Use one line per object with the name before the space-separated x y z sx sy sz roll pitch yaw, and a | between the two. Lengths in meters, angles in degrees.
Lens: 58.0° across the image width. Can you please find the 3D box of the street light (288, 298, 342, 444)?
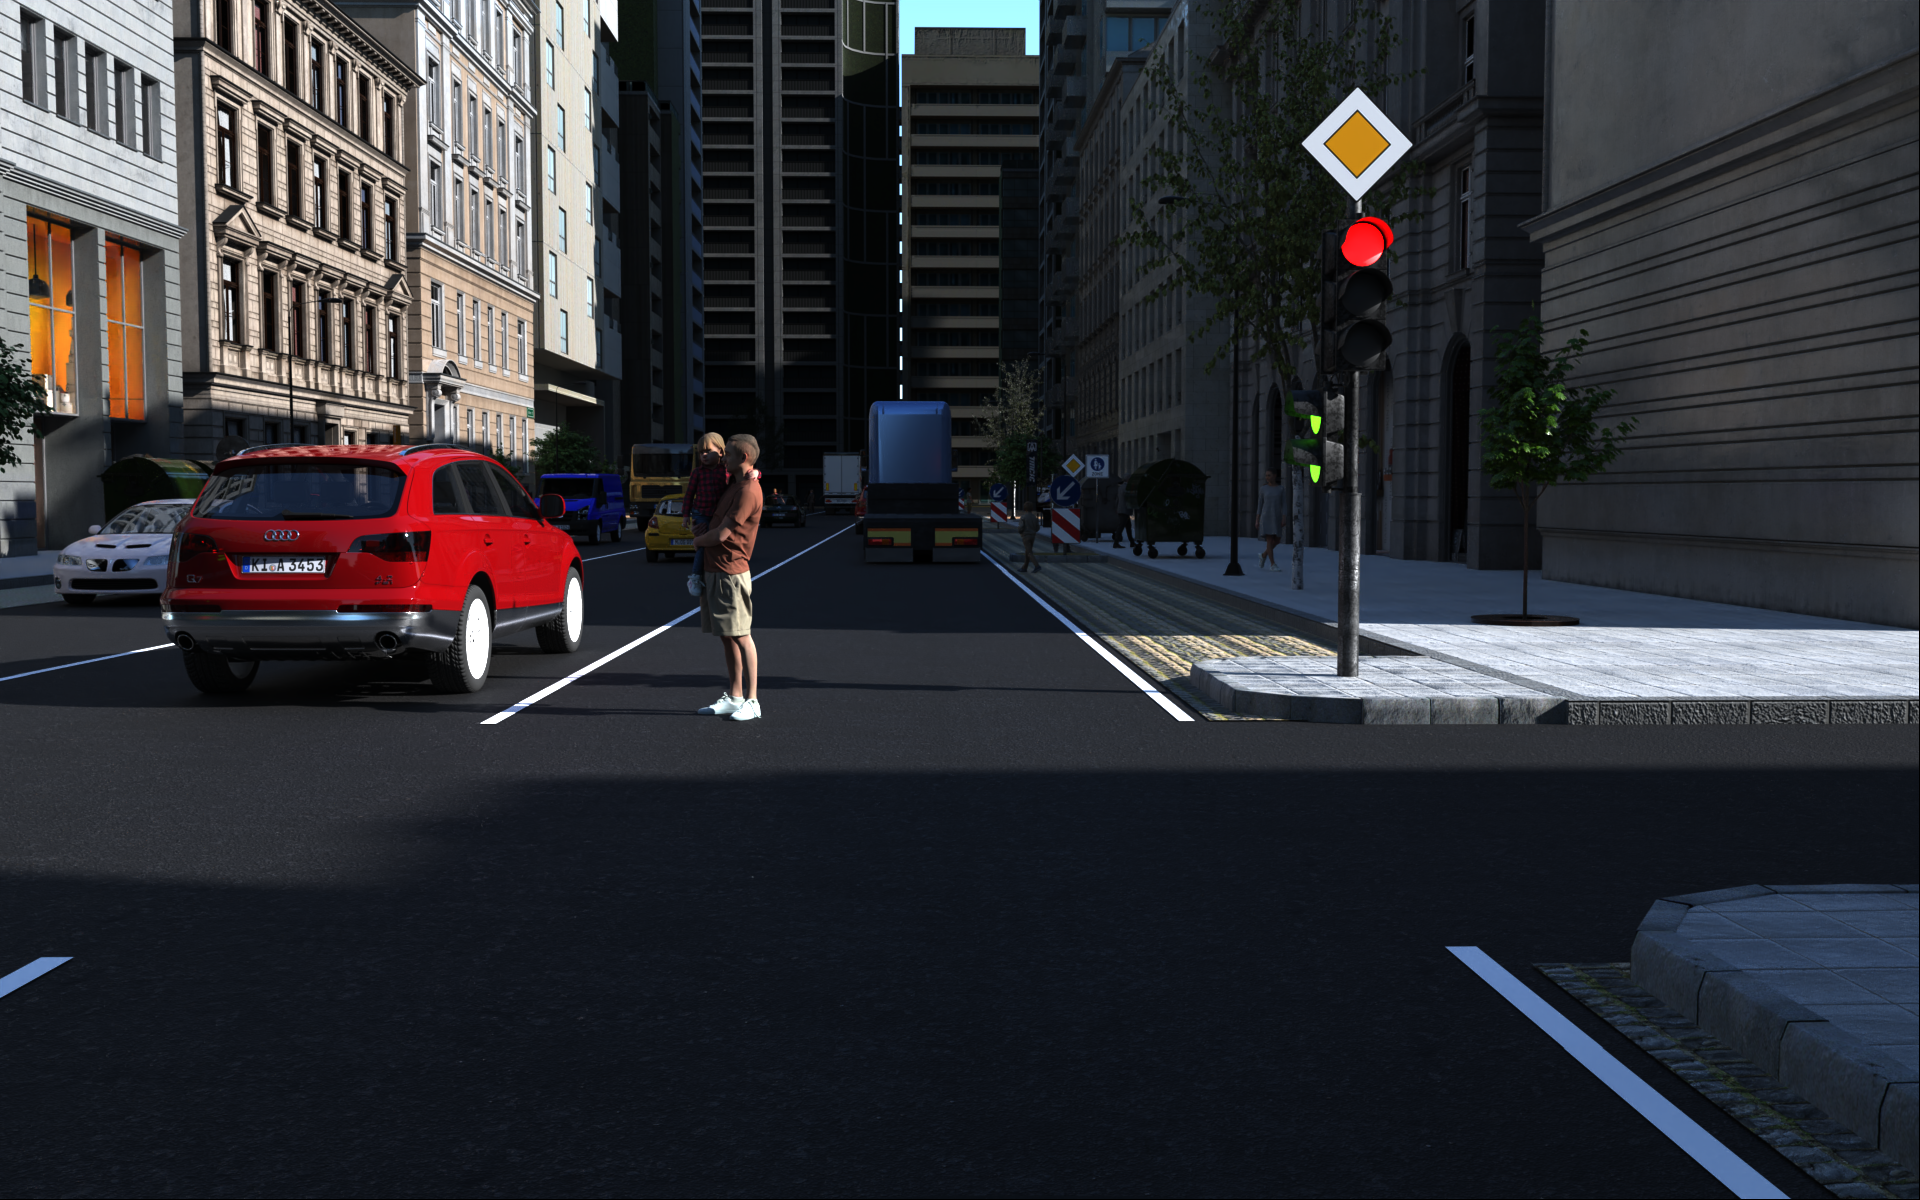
street light | -15.319 -4.194 41.112 1.470 5.913 1.316 0 4 -2

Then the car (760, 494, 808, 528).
car | -7.641 -3.982 74.885 2.009 1.686 4.222 0 4 0

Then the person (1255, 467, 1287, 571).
person | 5.178 -1.358 28.991 0.466 1.731 0.760 -2 4 -24

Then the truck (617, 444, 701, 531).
truck | -11.138 -4.454 68.744 3.469 3.379 9.791 0 3 0

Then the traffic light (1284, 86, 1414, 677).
traffic light | 2.717 -1.418 12.104 0.839 4.253 0.868 0 4 -2

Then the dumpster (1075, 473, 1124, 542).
dumpster | 3.834 -2.534 47.193 1.264 1.857 1.865 0 4 -2

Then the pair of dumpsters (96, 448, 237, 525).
pair of dumpsters | -15.723 -1.985 34.949 1.574 2.255 4.437 0 4 -1

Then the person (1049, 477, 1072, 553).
person | 2.455 -2.024 41.392 0.655 1.846 0.447 -2 4 -23

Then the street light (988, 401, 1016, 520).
street light | 2.101 -6.964 86.409 1.470 5.913 1.316 0 4 -2

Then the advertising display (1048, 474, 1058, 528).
advertising display | 3.001 -3.060 55.251 0.123 1.923 0.974 0 4 -2

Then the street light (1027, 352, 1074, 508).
street light | 2.898 -5.153 56.785 1.470 5.913 1.316 0 4 -2

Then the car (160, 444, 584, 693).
car | -4.482 -0.326 14.011 2.281 1.827 5.304 0 3 0

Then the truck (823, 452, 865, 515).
truck | -8.159 -8.106 121.446 2.839 4.237 11.283 0 4 -2

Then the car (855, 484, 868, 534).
car | -2.725 -3.337 63.229 2.281 1.827 5.304 0 4 0

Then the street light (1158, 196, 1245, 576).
street light | 3.786 -3.341 27.164 1.470 5.913 1.316 0 4 -2

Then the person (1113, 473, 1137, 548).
person | 3.999 -2.122 41.141 0.834 1.777 0.661 -2 4 -24

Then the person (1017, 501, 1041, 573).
person | 1.234 -1.137 31.357 0.640 1.303 0.475 3 5 43

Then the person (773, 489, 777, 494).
person | -10.418 -5.380 97.185 1.217 1.743 0.721 1 4 13

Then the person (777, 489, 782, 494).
person | -10.452 -5.639 101.411 0.721 1.735 1.217 -1 4 -10

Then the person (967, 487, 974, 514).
person | 0.585 -5.787 103.122 0.705 1.824 1.348 -1 4 -11

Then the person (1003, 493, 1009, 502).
person | 3.413 -7.759 132.888 0.705 1.826 1.348 -3 4 -36

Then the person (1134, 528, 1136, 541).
person | 5.024 -2.513 47.385 0.529 1.795 0.600 2 4 30

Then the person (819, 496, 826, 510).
person | -11.852 -8.784 152.832 1.217 1.743 0.721 1 4 18

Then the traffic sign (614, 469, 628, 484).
traffic sign | -16.985 -5.288 86.564 0.768 2.556 0.104 0 4 -1

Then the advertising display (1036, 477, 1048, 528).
advertising display | 3.362 -3.743 66.416 0.974 1.923 0.123 2 4 31

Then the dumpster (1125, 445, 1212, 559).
dumpster | 4.209 -1.992 35.063 1.502 2.255 1.985 0 4 -2

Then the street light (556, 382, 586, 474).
street light | -16.125 -6.062 71.656 1.470 5.913 1.316 0 4 -2

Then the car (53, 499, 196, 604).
car | -10.843 -0.723 24.177 2.083 1.381 4.827 0 4 -3

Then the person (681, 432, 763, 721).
person | -1.503 -0.165 11.167 0.580 1.828 0.573 1 4 17

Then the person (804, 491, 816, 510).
person | -13.334 -8.838 153.725 1.217 1.735 0.721 2 4 33

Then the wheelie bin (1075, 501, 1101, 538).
wheelie bin | 3.762 -2.608 50.555 0.693 1.594 0.980 -3 5 -41

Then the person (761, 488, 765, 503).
person | -9.479 -4.454 81.715 0.661 1.777 0.834 3 5 44

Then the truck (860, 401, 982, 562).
truck | -1.178 -3.346 44.462 2.967 4.110 18.799 0 4 -3

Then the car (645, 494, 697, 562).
car | -5.784 -1.690 37.854 2.015 1.641 3.980 0 4 -1

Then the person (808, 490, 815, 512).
person | -11.572 -7.672 134.496 0.434 1.755 0.990 2 4 32
